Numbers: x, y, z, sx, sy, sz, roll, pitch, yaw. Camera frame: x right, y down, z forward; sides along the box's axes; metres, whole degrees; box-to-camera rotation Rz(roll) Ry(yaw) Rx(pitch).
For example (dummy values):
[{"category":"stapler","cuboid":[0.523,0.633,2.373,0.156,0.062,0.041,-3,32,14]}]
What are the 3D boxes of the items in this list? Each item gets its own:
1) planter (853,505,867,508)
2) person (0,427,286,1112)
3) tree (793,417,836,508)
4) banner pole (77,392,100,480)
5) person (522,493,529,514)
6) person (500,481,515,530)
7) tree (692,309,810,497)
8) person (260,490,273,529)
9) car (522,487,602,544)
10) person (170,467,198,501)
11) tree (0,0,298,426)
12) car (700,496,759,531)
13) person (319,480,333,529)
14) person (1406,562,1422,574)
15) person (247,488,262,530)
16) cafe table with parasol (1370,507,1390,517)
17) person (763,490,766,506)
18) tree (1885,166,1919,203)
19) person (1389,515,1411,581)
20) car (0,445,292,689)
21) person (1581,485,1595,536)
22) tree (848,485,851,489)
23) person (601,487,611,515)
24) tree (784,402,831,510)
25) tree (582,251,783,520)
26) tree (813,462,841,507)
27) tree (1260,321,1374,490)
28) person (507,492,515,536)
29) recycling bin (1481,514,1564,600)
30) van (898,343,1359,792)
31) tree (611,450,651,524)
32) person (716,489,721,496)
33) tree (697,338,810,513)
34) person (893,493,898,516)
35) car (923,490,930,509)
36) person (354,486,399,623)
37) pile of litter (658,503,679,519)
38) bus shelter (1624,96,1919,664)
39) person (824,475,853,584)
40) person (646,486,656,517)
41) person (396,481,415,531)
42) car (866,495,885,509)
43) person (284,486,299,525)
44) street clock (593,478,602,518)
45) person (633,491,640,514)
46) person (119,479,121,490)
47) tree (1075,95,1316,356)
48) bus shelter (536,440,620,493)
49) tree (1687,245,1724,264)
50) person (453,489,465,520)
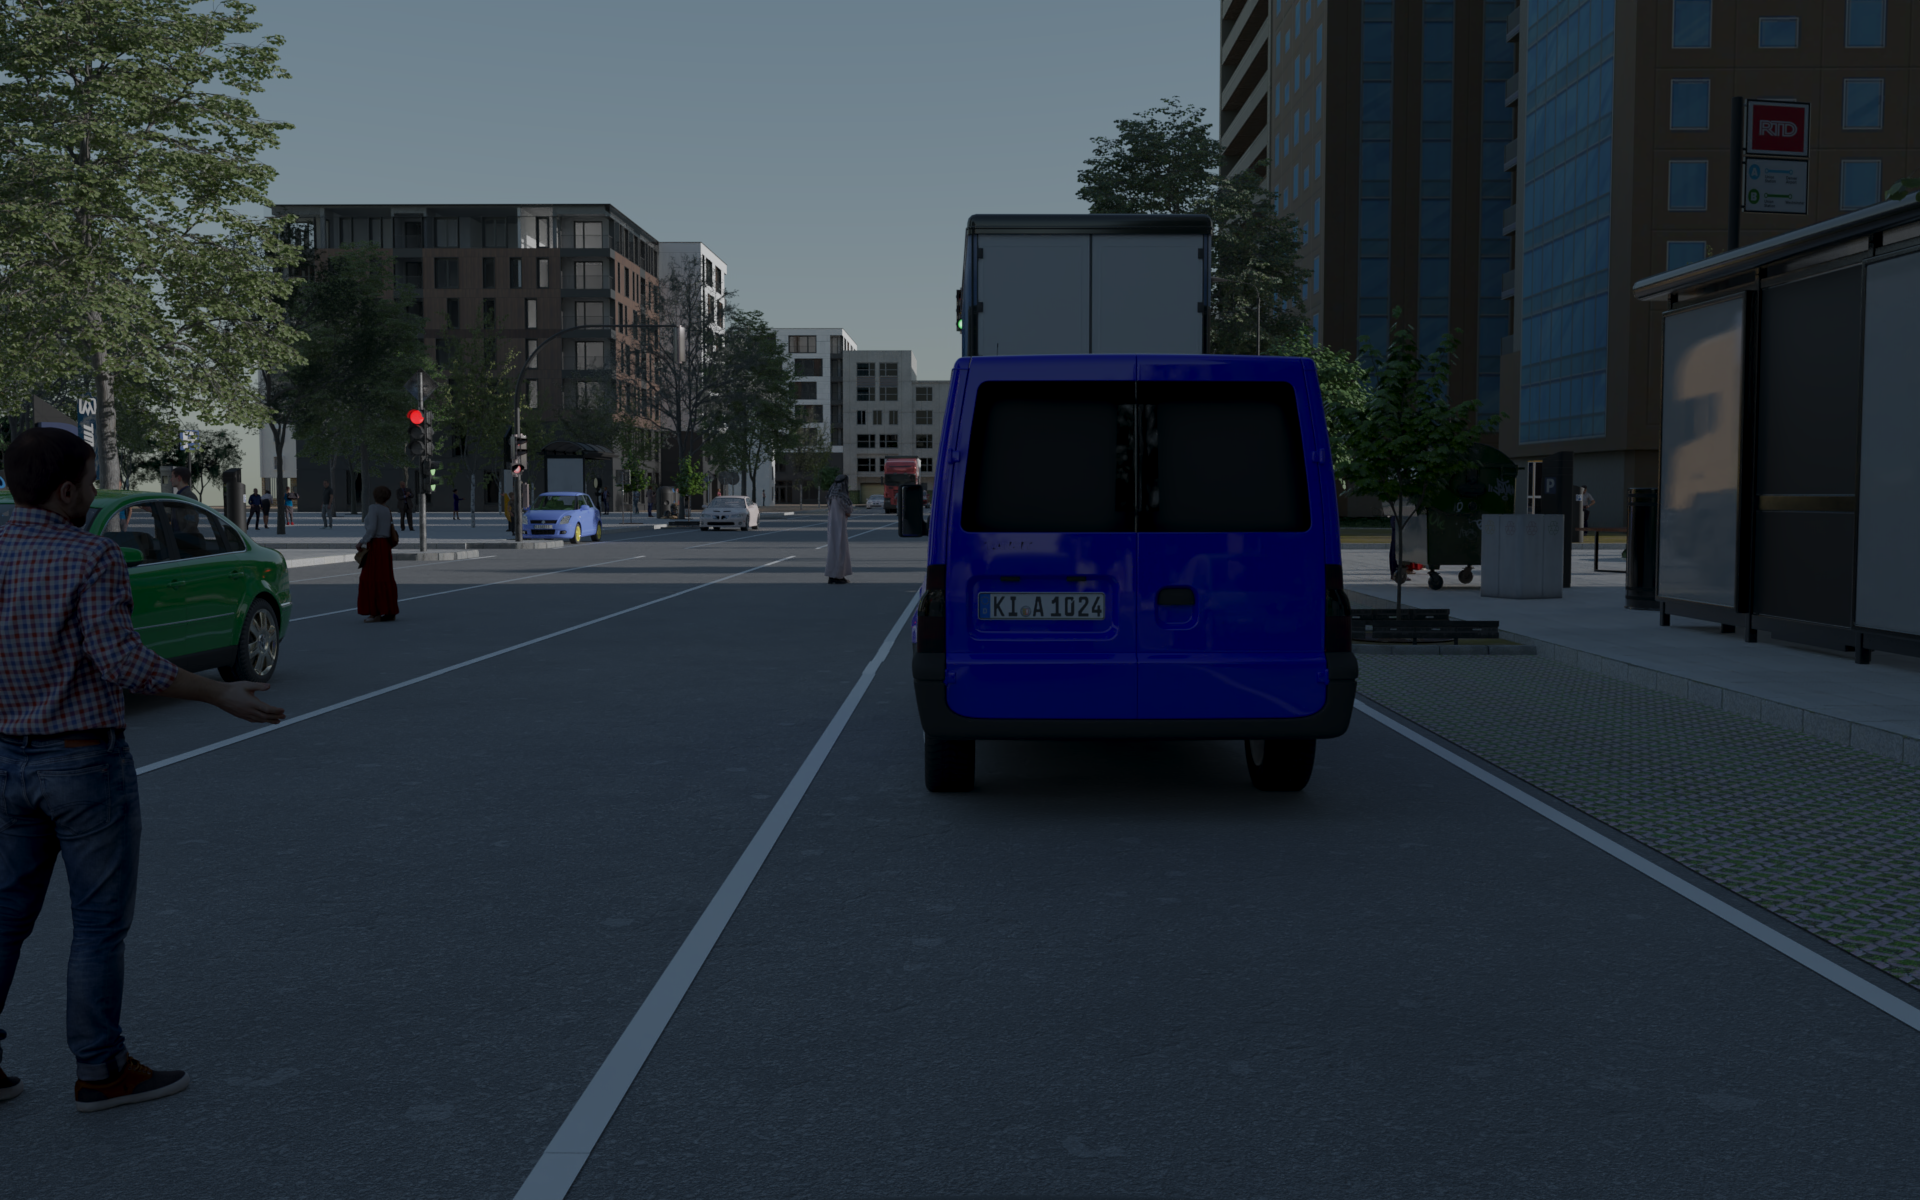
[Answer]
[{"category":"planter","cuboid":[-9.872,-9.452,175.686,1.991,0.319,1.994,0,4,1]},{"category":"person","cuboid":[-2.100,0.391,4.071,0.963,1.587,0.435,1,4,9]},{"category":"tree","cuboid":[-13.574,-13.111,164.722,4.737,8.622,4.395,0,3,0]},{"category":"banner pole","cuboid":[-18.750,-2.912,37.630,0.401,3.779,0.863,3,4,37]},{"category":"person","cuboid":[-18.125,-3.811,72.264,0.435,1.345,0.340,2,4,28]},{"category":"person","cuboid":[-15.898,-3.325,60.939,0.750,1.759,0.617,0,4,4]},{"category":"tree","cuboid":[-13.023,-11.495,106.074,7.486,12.596,7.792,0,3,0]},{"category":"person","cuboid":[-25.816,-3.384,64.559,0.628,1.438,0.799,-3,5,-40]},{"category":"car","cuboid":[-11.745,-2.526,50.892,1.945,1.707,3.694,0,4,2]},{"category":"person","cuboid":[-9.459,-0.716,20.735,0.750,1.759,0.617,-1,4,-17]},{"category":"tree","cuboid":[-15.494,-6.859,30.270,7.486,12.596,7.792,0,3,0]},{"category":"car","cuboid":[-9.131,-3.458,68.894,2.083,1.381,4.827,0,4,2]},{"category":"person","cuboid":[-23.168,-3.495,63.311,0.434,1.807,0.598,-3,4,-38]},{"category":"person","cuboid":[7.237,-1.174,27.699,0.387,1.526,0.523,1,4,15]},{"category":"person","cuboid":[-25.259,-3.254,61.945,0.574,1.496,0.600,-1,4,-21]},{"category":"cafe table with parasol","cuboid":[17.825,-4.067,71.367,2.610,1.966,2.610,0,4,2]},{"category":"person","cuboid":[-20.344,-10.617,180.338,0.721,1.736,1.217,0,4,1]},{"category":"tree","cuboid":[6.572,-5.395,6.337,7.486,12.596,7.792,0,3,0]},{"category":"person","cuboid":[6.610,-1.163,25.757,0.504,1.737,0.576,0,4,4]},{"category":"car","cuboid":[-6.089,-0.167,11.526,1.959,1.807,4.718,0,4,1]},{"category":"person","cuboid":[19.152,-2.745,53.133,0.614,1.554,0.590,2,4,25]},{"category":"tree","cuboid":[-13.249,-12.286,195.472,1.663,3.219,1.824,0,3,0]},{"category":"person","cuboid":[-21.899,-6.123,106.976,0.655,1.722,0.431,3,4,36]},{"category":"tree","cuboid":[-12.716,-11.615,140.259,4.360,8.622,3.978,0,3,0]},{"category":"tree","cuboid":[-13.915,-10.810,87.117,12.009,13.543,11.850,0,3,0]},{"category":"tree","cuboid":[-13.296,-11.631,173.874,4.285,4.588,4.351,0,3,0]},{"category":"tree","cuboid":[6.588,-3.013,32.982,4.285,4.588,4.351,0,3,0]},{"category":"person","cuboid":[-13.681,-2.655,53.367,0.340,1.345,0.435,2,4,34]},{"category":"recycling bin","cuboid":[6.970,-0.546,21.479,0.722,1.027,0.722,-2,4,-25]},{"category":"van","cuboid":[0.728,-0.343,9.988,2.240,2.365,5.245,0,4,-1]},{"category":"tree","cuboid":[-14.152,-4.847,73.858,1.663,3.219,1.824,0,3,0]},{"category":"person","cuboid":[-20.305,-8.549,146.546,0.721,1.743,1.217,0,4,6]},{"category":"tree","cuboid":[-13.919,-11.639,116.059,9.928,11.665,9.643,0,3,0]},{"category":"person","cuboid":[-3.989,-6.389,113.102,0.875,1.805,0.789,1,4,10]},{"category":"car","cuboid":[-4.098,-10.089,173.633,2.281,1.827,5.304,0,4,3]},{"category":"person","cuboid":[-6.532,-0.518,19.444,0.387,1.526,0.523,1,4,17]},{"category":"pile of litter","cuboid":[-14.693,-4.617,89.446,1.719,0.858,1.176,0,4,1]},{"category":"bus shelter","cuboid":[7.597,-2.302,15.263,2.179,5.291,8.768,0,4,1]},{"category":"person","cuboid":[-1.911,-1.130,27.651,0.621,1.740,0.551,-3,5,-41]},{"category":"person","cuboid":[-17.109,-5.452,96.003,0.431,1.722,0.655,-3,5,-42]},{"category":"person","cuboid":[-19.310,-3.280,60.350,0.600,1.739,0.565,3,4,36]},{"category":"car","cuboid":[-7.900,-9.357,165.355,2.083,1.381,4.827,0,4,1]},{"category":"person","cuboid":[-27.694,-3.898,71.638,0.647,1.594,0.662,-2,4,-27]},{"category":"street clock","cuboid":[-15.929,-4.381,76.207,0.358,2.002,0.471,-2,4,-34]},{"category":"person","cuboid":[-20.364,-6.249,108.935,0.376,1.734,0.841,1,4,11]},{"category":"person","cuboid":[-15.961,-1.513,32.643,0.647,1.594,0.662,-1,4,-16]},{"category":"tree","cuboid":[7.262,-9.137,56.048,9.857,13.997,8.962,0,3,0]},{"category":"bus shelter","cuboid":[-14.913,-4.525,67.903,2.014,3.302,5.546,0,4,1]},{"category":"tree","cuboid":[23.037,-6.171,51.252,4.737,8.622,4.395,0,3,0]},{"category":"person","cuboid":[-24.881,-4.738,85.886,0.453,1.535,0.546,3,5,43]}]
